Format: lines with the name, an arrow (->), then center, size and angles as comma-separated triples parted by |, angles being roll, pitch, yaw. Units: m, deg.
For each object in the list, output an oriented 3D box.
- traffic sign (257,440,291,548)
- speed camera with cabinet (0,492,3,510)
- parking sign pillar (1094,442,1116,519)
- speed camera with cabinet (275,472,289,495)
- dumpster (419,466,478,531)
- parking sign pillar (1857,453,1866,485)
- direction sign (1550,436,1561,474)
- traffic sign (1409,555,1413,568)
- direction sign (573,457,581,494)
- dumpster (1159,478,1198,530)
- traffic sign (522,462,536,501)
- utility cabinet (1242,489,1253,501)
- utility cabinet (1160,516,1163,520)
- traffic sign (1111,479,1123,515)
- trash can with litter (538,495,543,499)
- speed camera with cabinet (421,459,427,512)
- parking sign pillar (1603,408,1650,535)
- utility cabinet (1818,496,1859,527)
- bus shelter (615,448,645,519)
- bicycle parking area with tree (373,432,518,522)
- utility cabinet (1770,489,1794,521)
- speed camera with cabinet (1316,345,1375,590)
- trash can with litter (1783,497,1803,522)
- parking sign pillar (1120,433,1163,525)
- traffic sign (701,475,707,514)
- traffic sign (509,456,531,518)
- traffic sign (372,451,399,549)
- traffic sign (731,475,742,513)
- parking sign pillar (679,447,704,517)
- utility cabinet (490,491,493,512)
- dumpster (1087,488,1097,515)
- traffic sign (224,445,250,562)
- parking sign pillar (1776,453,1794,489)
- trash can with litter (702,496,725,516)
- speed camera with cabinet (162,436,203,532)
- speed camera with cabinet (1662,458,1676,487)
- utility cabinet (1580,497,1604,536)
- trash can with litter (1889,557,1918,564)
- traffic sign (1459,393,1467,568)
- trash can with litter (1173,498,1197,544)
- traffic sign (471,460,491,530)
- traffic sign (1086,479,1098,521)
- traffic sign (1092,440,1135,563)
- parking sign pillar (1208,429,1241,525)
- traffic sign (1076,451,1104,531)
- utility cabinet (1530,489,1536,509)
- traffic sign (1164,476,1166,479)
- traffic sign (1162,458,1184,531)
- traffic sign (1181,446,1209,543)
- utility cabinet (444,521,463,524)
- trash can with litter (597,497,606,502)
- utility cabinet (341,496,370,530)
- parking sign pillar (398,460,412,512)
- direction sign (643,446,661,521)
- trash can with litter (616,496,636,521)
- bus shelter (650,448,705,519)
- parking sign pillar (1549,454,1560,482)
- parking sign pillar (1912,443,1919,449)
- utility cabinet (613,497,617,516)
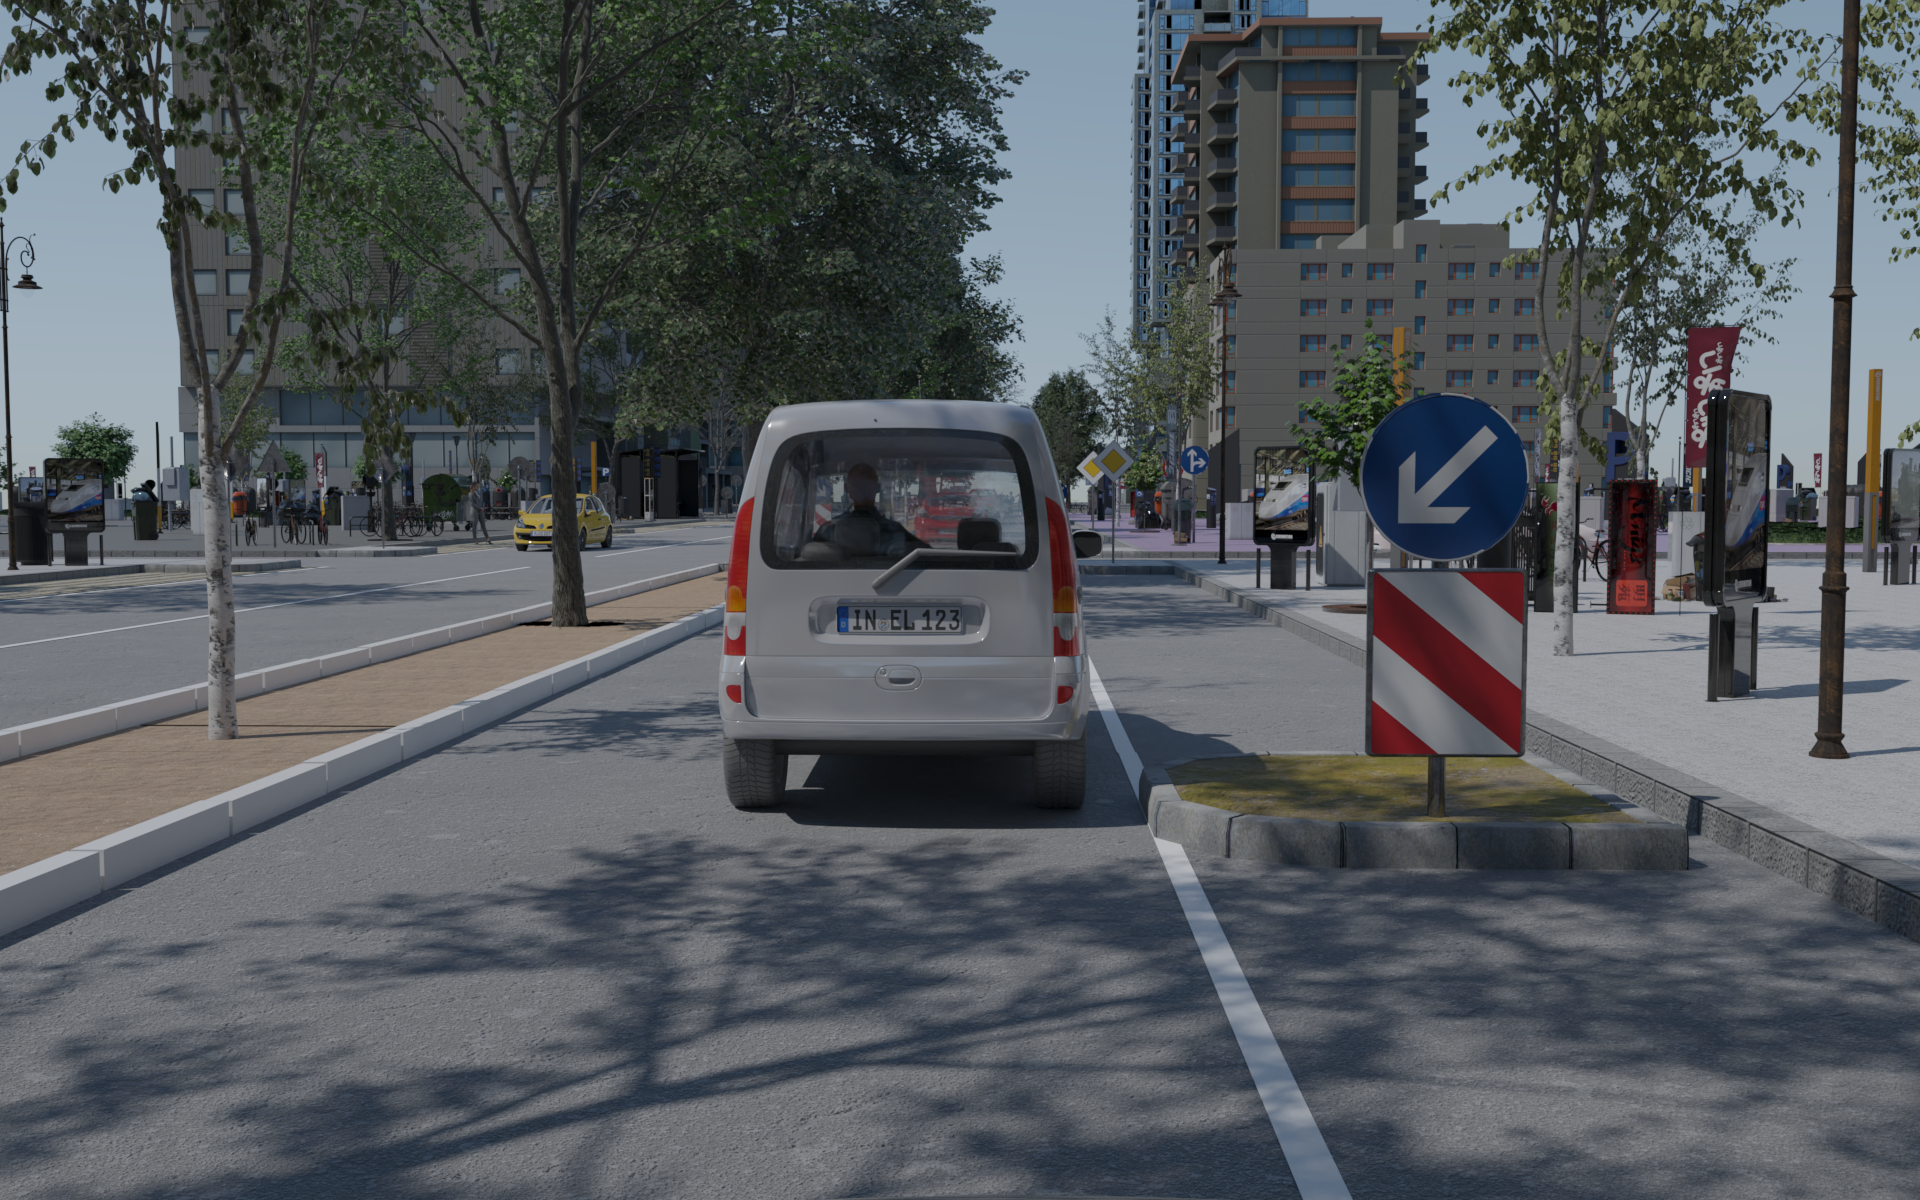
traffic sign -> -16.429, -2.536, 41.466 | 0.884, 2.594, 0.081 | 1, 4, 11
speed camera with cabinet -> -64.702, -7.368, 114.799 | 0.660, 3.252, 2.038 | 3, 5, 40
parking sign pillar -> 7.721, -6.247, 90.606 | 1.447, 3.967, 1.447 | 3, 5, 40
speed camera with cabinet -> -42.193, -7.011, 108.972 | 0.660, 3.252, 2.038 | 1, 4, 16
dumpster -> -17.758, -3.525, 60.127 | 1.502, 2.255, 1.985 | 0, 4, 2
parking sign pillar -> 51.014, -6.660, 97.368 | 1.447, 3.967, 1.447 | 0, 4, -6
direction sign -> 23.408, -4.623, 67.576 | 0.379, 3.537, 0.876 | -3, 5, -40
traffic sign -> 6.638, -1.426, 25.440 | 0.606, 2.300, 0.079 | 0, 4, 8
direction sign -> -23.258, -6.914, 105.042 | 0.876, 3.537, 0.379 | 3, 4, 37
dumpster -> 7.862, -3.454, 62.233 | 1.264, 1.857, 1.865 | 0, 4, 2
traffic sign -> -16.967, -4.142, 67.828 | 0.768, 2.556, 0.104 | 1, 4, 10
utility cabinet -> 12.625, -4.087, 75.505 | 0.318, 1.500, 1.173 | 2, 4, 31
utility cabinet -> 9.562, -4.357, 82.393 | 0.306, 1.237, 1.020 | 0, 4, -2
traffic sign -> 8.079, -5.359, 87.624 | 0.884, 2.594, 0.081 | 1, 4, 10
trash can with litter -> -24.917, -5.533, 101.517 | 2.233, 1.210, 1.678 | 0, 4, -2
speed camera with cabinet -> -29.984, -6.323, 97.721 | 0.660, 3.252, 2.038 | -1, 4, -22
parking sign pillar -> 20.779, -4.006, 53.968 | 1.447, 3.967, 1.447 | -2, 4, -31
utility cabinet -> 25.614, -2.406, 50.502 | 0.306, 1.237, 1.020 | -3, 5, -41
bus shelter -> -16.651, -6.112, 91.214 | 1.731, 3.624, 6.357 | 0, 4, 2
bicycle parking area with tree -> -25.020, -5.876, 83.070 | 9.016, 4.147, 8.231 | 1, 4, 20
utility cabinet -> 34.817, -3.956, 73.357 | 1.173, 1.500, 0.318 | -2, 4, -30
speed camera with cabinet -> 5.329, -1.803, 23.820 | 0.660, 3.252, 2.038 | 0, 4, 4
trash can with litter -> 33.088, -3.513, 68.823 | 0.624, 1.170, 1.055 | 2, 4, 32
parking sign pillar -> 7.806, -5.161, 72.853 | 1.447, 3.967, 1.447 | 2, 4, 28
traffic sign -> -17.050, -6.966, 114.006 | 0.768, 2.556, 0.104 | 0, 4, 6
traffic sign -> -14.895, -3.576, 58.572 | 0.768, 2.556, 0.104 | 0, 4, 8
traffic sign -> -13.552, -2.264, 40.666 | 0.795, 2.450, 0.064 | 0, 4, 2
traffic sign -> -14.954, -7.080, 115.860 | 0.768, 2.556, 0.104 | 0, 4, 4
parking sign pillar -> -15.125, -6.649, 97.190 | 1.447, 3.967, 1.447 | 0, 4, -6
utility cabinet -> -30.550, -6.346, 112.440 | 0.318, 1.500, 1.173 | 2, 4, 34
dumpster -> 8.305, -6.038, 104.482 | 1.264, 1.857, 1.865 | 0, 4, 2
traffic sign -> -13.789, -1.776, 32.685 | 0.795, 2.450, 0.064 | 0, 4, 2
parking sign pillar -> 54.138, -7.657, 113.660 | 1.447, 3.967, 1.447 | 0, 4, -4
trash can with litter -> -14.919, -5.534, 101.541 | 2.233, 1.210, 1.678 | 0, 3, 0
speed camera with cabinet -> -26.268, -3.978, 59.379 | 2.038, 3.252, 0.660 | 1, 4, 13
speed camera with cabinet -> 38.991, -6.202, 95.735 | 0.660, 3.252, 2.038 | 1, 4, 9
utility cabinet -> 15.148, -1.902, 42.258 | 1.020, 1.237, 0.306 | 2, 4, 35
trash can with litter -> 17.991, -1.270, 31.824 | 2.233, 1.210, 1.678 | 0, 4, -7
traffic sign -> 6.470, -1.364, 22.306 | 0.884, 2.594, 0.081 | 0, 4, 6
trash can with litter -> 5.830, -2.057, 45.017 | 0.624, 1.170, 1.055 | 1, 4, 8
traffic sign -> -17.135, -3.783, 61.952 | 0.768, 2.556, 0.104 | 0, 4, 8
traffic sign -> 6.320, -4.951, 83.085 | 0.606, 2.300, 0.079 | 1, 4, 9
traffic sign -> 2.848, -1.745, 32.171 | 0.795, 2.450, 0.064 | 0, 4, 2
parking sign pillar -> 10.950, -5.091, 71.716 | 1.447, 3.967, 1.447 | 2, 4, 25
traffic sign -> 3.085, -2.233, 40.153 | 0.795, 2.450, 0.064 | 0, 4, 2
utility cabinet -> 24.007, -3.882, 72.145 | 1.173, 1.500, 0.318 | -3, 5, -41
traffic sign -> 9.061, -4.520, 74.012 | 0.768, 2.556, 0.104 | 0, 4, 3
traffic sign -> 7.348, -3.651, 59.799 | 0.768, 2.556, 0.104 | 1, 4, 9
traffic sign -> 6.178, -2.789, 45.709 | 0.768, 2.556, 0.104 | 0, 4, 2
utility cabinet -> -22.039, -3.912, 75.128 | 1.020, 1.237, 0.306 | 2, 4, 27
trash can with litter -> -18.981, -4.971, 92.670 | 0.624, 1.170, 1.055 | -3, 4, -36
utility cabinet -> -21.490, -3.092, 61.716 | 1.020, 1.237, 0.306 | -2, 4, -34
parking sign pillar -> -36.382, -7.671, 113.890 | 1.447, 3.967, 1.447 | -2, 4, -30
direction sign -> -14.692, -5.546, 82.666 | 0.876, 3.537, 0.379 | -2, 4, -35
trash can with litter -> -16.822, -4.491, 84.482 | 2.233, 1.210, 1.678 | -1, 4, -15
bus shelter -> -14.839, -6.121, 91.361 | 1.731, 3.624, 6.357 | 0, 4, 2
parking sign pillar -> 38.261, -7.506, 111.198 | 1.447, 3.967, 1.447 | -2, 4, -23
parking sign pillar -> 40.274, -5.142, 72.548 | 1.447, 3.967, 1.447 | -1, 4, -8
utility cabinet -> -19.688, -5.522, 98.961 | 0.318, 1.500, 1.173 | 2, 4, 31
